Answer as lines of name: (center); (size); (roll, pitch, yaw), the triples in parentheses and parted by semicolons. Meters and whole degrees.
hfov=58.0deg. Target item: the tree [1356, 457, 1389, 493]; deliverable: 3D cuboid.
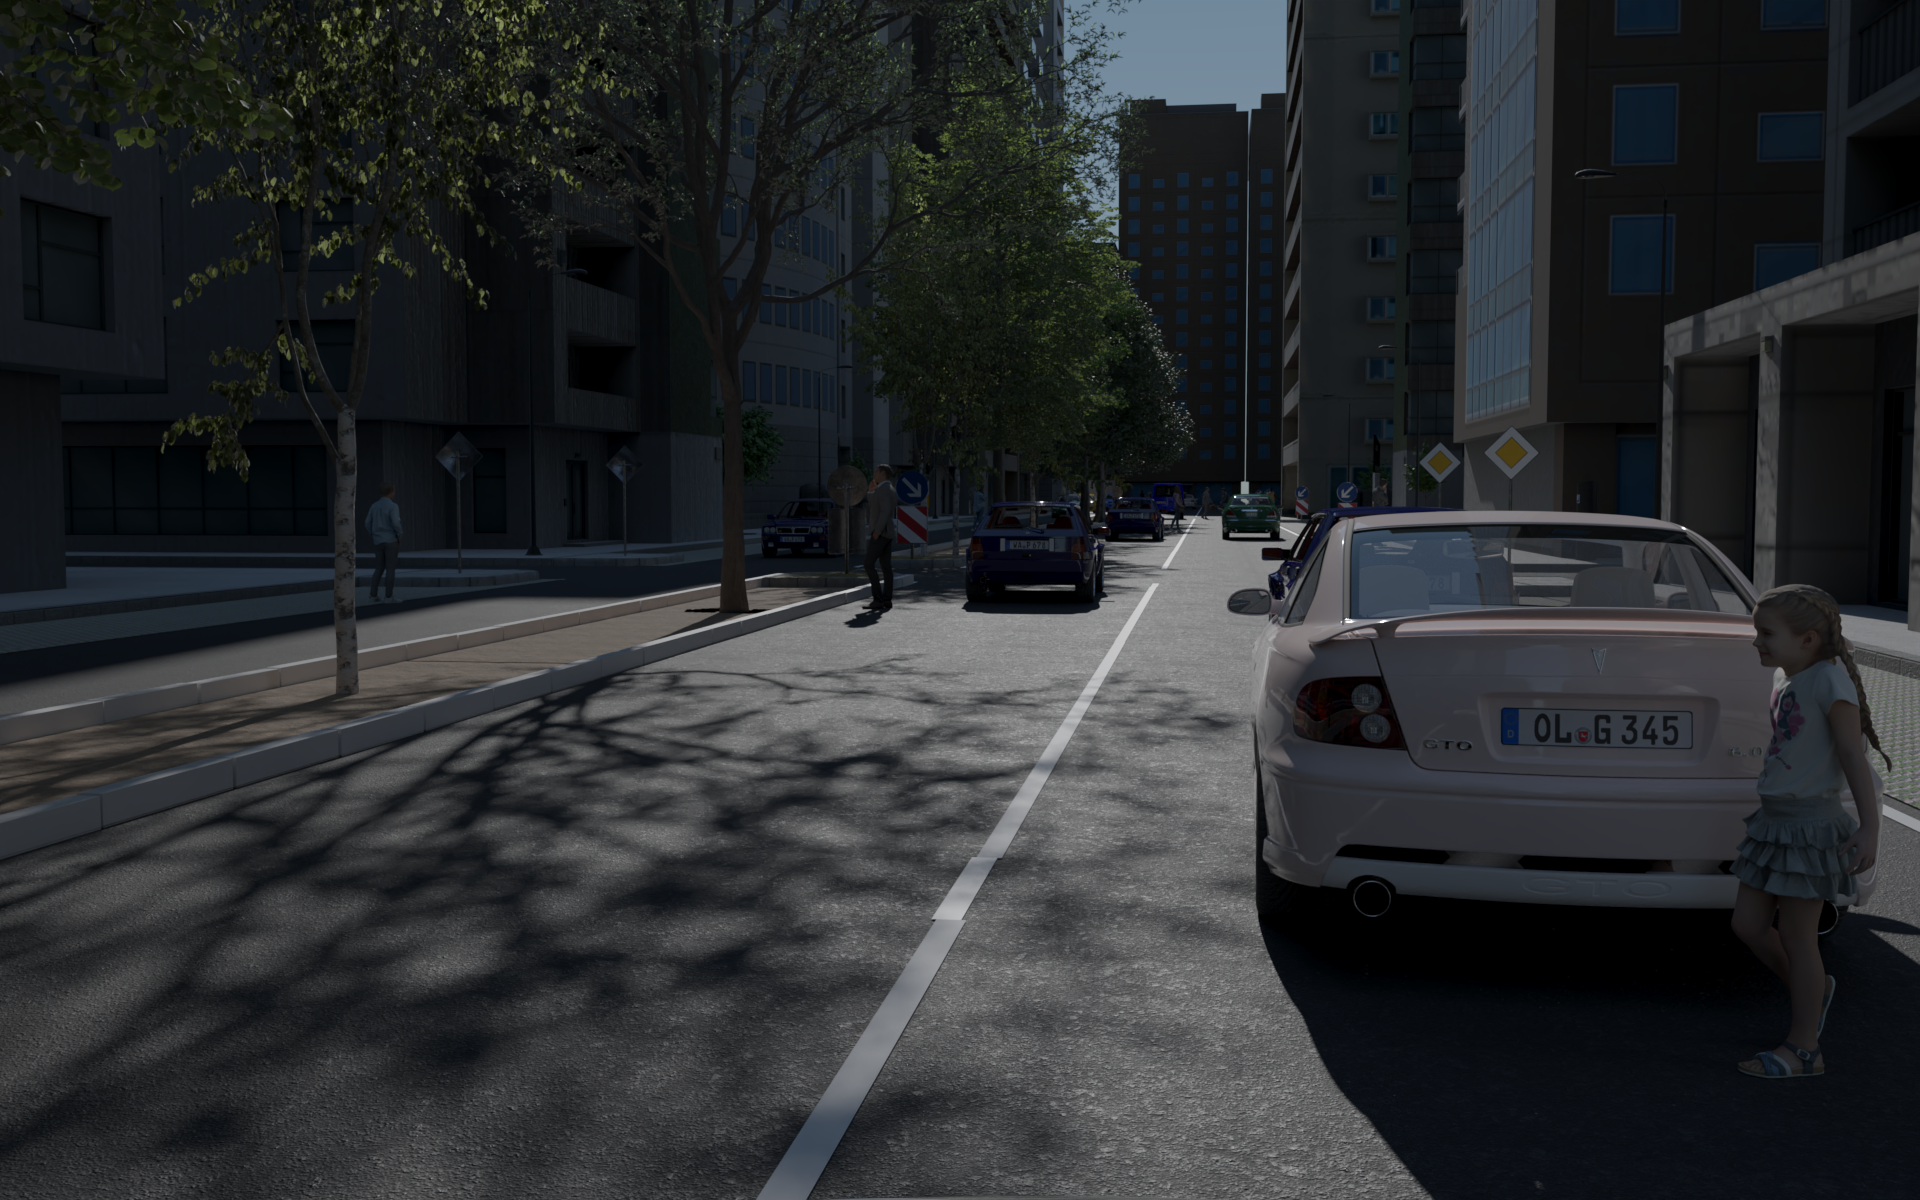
tree: (18.755, -5.133, 78.531); (1.663, 3.219, 1.824); (0, 3, 0)

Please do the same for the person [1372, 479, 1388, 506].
person: (11.576, -2.406, 47.644); (0.447, 1.846, 0.655); (-1, 4, -10)

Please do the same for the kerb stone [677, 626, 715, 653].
kerb stone: (-2.492, 0.377, 16.037); (0.120, 0.150, 1.000); (1, 4, 8)

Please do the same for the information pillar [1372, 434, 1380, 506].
information pillar: (16.224, -4.658, 67.520); (0.183, 3.616, 0.504); (3, 4, 37)

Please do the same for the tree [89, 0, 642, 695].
tree: (-4.351, -3.640, 12.332); (4.360, 8.622, 3.978); (0, 3, 0)

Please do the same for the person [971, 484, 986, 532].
person: (0.698, -3.448, 65.132); (0.793, 1.790, 0.793); (2, 4, 30)

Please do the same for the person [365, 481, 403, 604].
person: (-7.513, -0.758, 22.704); (0.589, 1.601, 0.330); (2, 4, 33)

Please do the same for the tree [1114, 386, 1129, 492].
tree: (4.387, -7.162, 69.926); (4.737, 8.622, 4.395); (0, 3, 0)

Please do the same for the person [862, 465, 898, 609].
person: (-1.014, -0.798, 21.726); (0.473, 1.802, 0.592); (1, 4, 21)

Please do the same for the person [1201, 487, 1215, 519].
person: (13.993, -5.470, 98.063); (0.853, 1.813, 0.709); (2, 4, 32)

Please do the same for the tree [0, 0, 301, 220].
tree: (-4.771, -5.186, 5.368); (7.486, 12.596, 7.792); (0, 3, 0)

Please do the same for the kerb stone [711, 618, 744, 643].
kerb stone: (-2.348, 0.315, 17.052); (0.120, 0.150, 1.000); (1, 4, 8)

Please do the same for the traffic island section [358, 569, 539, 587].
traffic island section: (-8.090, -0.347, 27.947); (2.009, 0.180, 2.903); (1, 4, 8)

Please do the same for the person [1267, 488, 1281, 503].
person: (20.076, -6.299, 111.590); (1.348, 1.812, 0.705); (2, 4, 28)

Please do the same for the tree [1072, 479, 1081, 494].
tree: (12.640, -11.778, 187.165); (1.663, 3.219, 1.824); (0, 3, 0)

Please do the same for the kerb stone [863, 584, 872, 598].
kerb stone: (-1.317, -0.120, 24.150); (0.120, 0.150, 1.000); (1, 4, 8)

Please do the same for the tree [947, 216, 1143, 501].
tree: (2.740, -8.177, 61.910); (9.928, 11.665, 9.643); (0, 3, 0)

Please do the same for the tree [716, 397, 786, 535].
tree: (-7.160, -4.350, 54.842); (4.285, 4.588, 4.351); (0, 3, 0)

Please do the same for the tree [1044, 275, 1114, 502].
tree: (2.258, -6.121, 52.897); (4.737, 8.622, 4.395); (0, 3, 0)

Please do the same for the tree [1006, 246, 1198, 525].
tree: (5.615, -9.677, 77.687); (9.611, 12.733, 9.660); (0, 3, 0)

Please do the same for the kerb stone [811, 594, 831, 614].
kerb stone: (-1.765, 0.067, 21.105); (0.120, 0.150, 1.000); (1, 4, 8)

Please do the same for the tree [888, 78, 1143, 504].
tree: (0.986, -7.713, 46.687); (7.486, 12.596, 7.792); (0, 3, 0)

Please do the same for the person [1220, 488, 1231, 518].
person: (15.843, -5.794, 103.582); (0.721, 1.781, 0.623); (0, 4, -7)

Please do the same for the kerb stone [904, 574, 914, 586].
kerb stone: (-0.871, -0.303, 27.206); (0.120, 0.150, 1.000); (1, 4, 8)

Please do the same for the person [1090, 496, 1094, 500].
person: (8.825, -6.838, 120.827); (1.217, 1.766, 0.721); (-1, 4, -21)

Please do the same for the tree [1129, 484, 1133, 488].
tree: (7.881, -8.679, 94.727); (4.737, 8.622, 4.395); (0, 3, 0)

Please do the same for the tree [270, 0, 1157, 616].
tree: (-2.710, -6.573, 20.302); (12.009, 13.543, 11.850); (0, 3, 0)

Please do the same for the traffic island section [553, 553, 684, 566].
traffic island section: (-6.949, -0.830, 35.850); (2.009, 0.180, 2.903); (1, 4, 8)

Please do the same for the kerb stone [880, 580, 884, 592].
kerb stone: (-1.171, -0.179, 25.170); (0.120, 0.150, 1.000); (1, 4, 8)

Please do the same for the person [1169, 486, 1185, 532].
person: (8.190, -3.457, 65.610); (0.643, 1.750, 0.593); (-1, 4, -8)

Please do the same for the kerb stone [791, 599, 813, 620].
kerb stone: (-1.908, 0.129, 20.093); (0.120, 0.150, 1.000); (1, 4, 8)

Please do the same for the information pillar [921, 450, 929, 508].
information pillar: (-1.865, -6.183, 92.451); (0.504, 3.616, 0.183); (-3, 5, -44)

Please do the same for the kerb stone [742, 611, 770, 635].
kerb stone: (-2.197, 0.253, 18.067); (0.120, 0.150, 1.000); (1, 4, 8)

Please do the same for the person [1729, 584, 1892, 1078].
person: (2.125, 0.568, 4.232); (0.382, 1.210, 0.505); (0, 4, -4)

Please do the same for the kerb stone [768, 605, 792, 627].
kerb stone: (-2.052, 0.193, 19.079); (0.120, 0.150, 1.000); (1, 4, 8)

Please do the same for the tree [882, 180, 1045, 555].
tree: (-0.079, -5.355, 40.367); (4.360, 8.622, 3.978); (0, 3, 0)

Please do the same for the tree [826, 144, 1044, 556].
tree: (-0.745, -5.074, 35.775); (4.737, 8.622, 4.395); (0, 3, 0)

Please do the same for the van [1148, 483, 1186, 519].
van: (12.116, -5.914, 101.071); (2.240, 2.365, 5.245); (0, 4, 6)

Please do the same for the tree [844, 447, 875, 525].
tree: (-4.349, -4.676, 71.056); (1.663, 3.219, 1.824); (0, 3, 0)

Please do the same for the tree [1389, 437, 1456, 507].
tree: (15.871, -3.953, 59.231); (1.663, 3.219, 1.824); (0, 3, 0)

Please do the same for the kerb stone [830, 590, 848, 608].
kerb stone: (-1.622, 0.005, 22.117); (0.120, 0.150, 1.000); (1, 4, 8)

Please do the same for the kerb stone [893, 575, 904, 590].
kerb stone: (-1.029, -0.244, 26.192); (0.120, 0.150, 1.000); (1, 4, 8)

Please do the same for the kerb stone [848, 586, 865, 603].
kerb stone: (-1.462, -0.052, 23.127); (0.120, 0.150, 1.000); (1, 4, 8)

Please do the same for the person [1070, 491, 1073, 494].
person: (7.407, -6.472, 115.038); (1.217, 1.743, 0.721); (1, 4, 10)

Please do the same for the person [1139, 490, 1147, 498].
person: (16.980, -9.319, 160.873); (0.705, 1.822, 1.348); (-3, 5, -39)
